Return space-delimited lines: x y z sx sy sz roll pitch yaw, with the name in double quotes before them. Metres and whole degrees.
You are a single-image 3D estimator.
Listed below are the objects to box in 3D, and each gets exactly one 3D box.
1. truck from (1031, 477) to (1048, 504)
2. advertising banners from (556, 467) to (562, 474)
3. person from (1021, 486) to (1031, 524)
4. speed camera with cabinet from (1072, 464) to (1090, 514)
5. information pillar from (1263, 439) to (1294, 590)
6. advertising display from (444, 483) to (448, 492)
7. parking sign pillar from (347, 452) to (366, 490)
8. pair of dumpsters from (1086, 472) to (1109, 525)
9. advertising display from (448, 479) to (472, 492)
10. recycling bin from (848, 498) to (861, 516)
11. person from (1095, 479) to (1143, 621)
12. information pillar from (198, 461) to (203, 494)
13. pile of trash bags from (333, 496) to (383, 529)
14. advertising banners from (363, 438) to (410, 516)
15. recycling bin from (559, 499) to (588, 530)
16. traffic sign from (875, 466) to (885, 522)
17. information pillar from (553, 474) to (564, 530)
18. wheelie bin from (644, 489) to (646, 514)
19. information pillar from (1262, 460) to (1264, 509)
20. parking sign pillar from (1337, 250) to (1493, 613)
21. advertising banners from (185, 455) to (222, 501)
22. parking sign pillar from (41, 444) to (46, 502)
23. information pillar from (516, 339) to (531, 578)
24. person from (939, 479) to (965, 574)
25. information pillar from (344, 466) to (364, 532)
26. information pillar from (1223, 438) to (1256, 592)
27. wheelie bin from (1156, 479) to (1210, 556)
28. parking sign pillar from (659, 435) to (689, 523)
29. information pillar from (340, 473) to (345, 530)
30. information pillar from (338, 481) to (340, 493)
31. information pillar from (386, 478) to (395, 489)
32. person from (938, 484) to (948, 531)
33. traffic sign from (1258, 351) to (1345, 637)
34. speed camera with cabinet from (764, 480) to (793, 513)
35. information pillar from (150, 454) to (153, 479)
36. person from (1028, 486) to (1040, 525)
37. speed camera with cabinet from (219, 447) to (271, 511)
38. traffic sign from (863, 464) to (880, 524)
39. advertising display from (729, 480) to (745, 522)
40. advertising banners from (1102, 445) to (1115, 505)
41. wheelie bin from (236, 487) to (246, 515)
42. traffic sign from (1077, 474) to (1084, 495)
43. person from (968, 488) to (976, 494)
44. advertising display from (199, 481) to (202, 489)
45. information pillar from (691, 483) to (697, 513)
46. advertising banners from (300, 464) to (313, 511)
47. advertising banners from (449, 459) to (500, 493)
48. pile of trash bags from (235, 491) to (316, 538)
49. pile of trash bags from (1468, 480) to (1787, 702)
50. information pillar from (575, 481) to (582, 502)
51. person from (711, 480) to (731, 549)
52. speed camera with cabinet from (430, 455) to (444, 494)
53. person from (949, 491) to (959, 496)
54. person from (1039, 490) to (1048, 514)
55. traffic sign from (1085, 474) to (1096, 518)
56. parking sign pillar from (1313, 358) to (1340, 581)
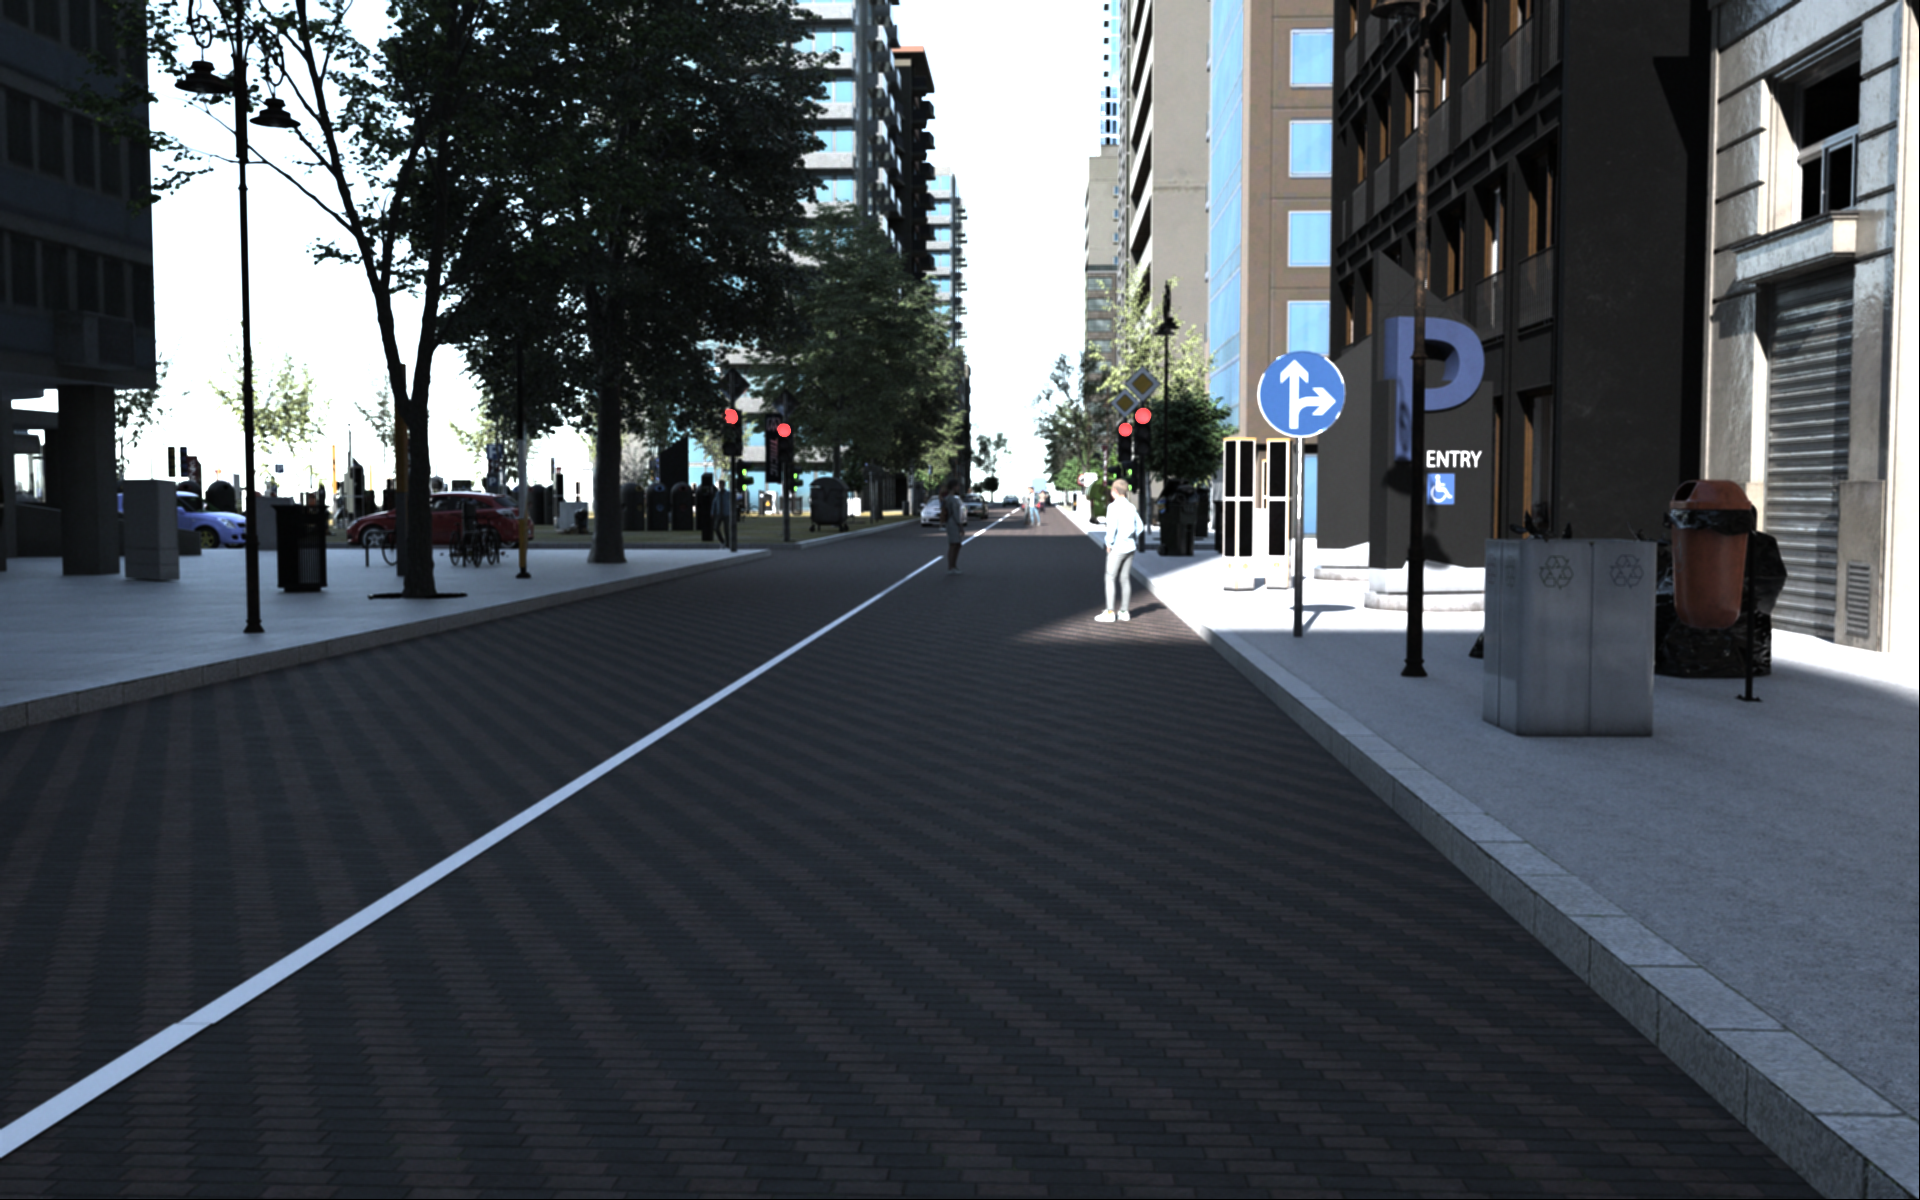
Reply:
"truck" 12.318 -16.979 267.361 2.967 4.110 18.799 0 4 1
"advertising banners" -25.953 -6.935 109.579 0.090 3.025 2.074 3 4 37
"person" 3.232 -4.568 83.282 0.391 1.810 0.635 3 4 37
"speed camera with cabinet" 8.056 -7.323 114.075 0.660 3.252 2.038 -1 4 -20
"information pillar" 4.284 -1.145 23.216 0.304 2.012 0.304 1 4 22
"advertising display" -30.225 -5.844 100.767 0.974 1.923 0.123 1 4 10
"parking sign pillar" -38.464 -7.458 110.410 1.447 3.967 1.447 1 4 15
"pair of dumpsters" 6.183 -4.357 73.730 1.574 2.255 4.437 0 4 3
"advertising display" -21.932 -4.343 76.228 0.123 1.923 0.974 3 5 42
"recycling bin" -6.318 -5.484 102.213 0.722 1.027 0.722 -2 4 -24
"person" 1.819 -0.574 19.697 0.589 1.601 0.330 -2 4 -35
"information pillar" -49.654 -7.442 113.023 0.183 3.616 0.504 1 4 18
"pile of trash bags" -21.681 -3.389 65.155 1.912 1.369 3.447 3 5 41
"advertising banners" -17.704 -3.515 53.665 0.090 3.025 2.074 3 4 38
"recycling bin" -12.969 -2.790 58.179 0.722 1.027 0.722 1 4 18
"traffic sign" -3.750 -4.778 78.220 0.768 2.556 0.104 1 4 10
"information pillar" -14.364 -3.518 62.006 0.304 2.012 0.304 -2 4 -33
"wheelie bin" -20.487 -6.436 113.138 0.980 1.594 0.693 2 4 31
"information pillar" 6.677 -2.004 37.250 0.304 2.012 0.304 2 4 24
"parking sign pillar" 5.263 -1.887 19.329 1.447 3.967 1.447 -1 4 -16
"advertising banners" -33.985 -5.040 78.588 2.074 3.025 0.090 -1 4 -19
"parking sign pillar" -35.044 -4.811 67.132 1.447 3.967 1.447 2 4 35
"information pillar" -6.707 -2.152 26.539 0.183 3.616 0.504 0 4 -8
"person" -0.123 -1.312 30.948 0.522 1.701 0.512 -1 4 -19
"information pillar" -16.084 -2.544 46.082 0.304 2.012 0.304 3 4 36
"information pillar" 3.676 -1.121 22.821 0.304 2.012 0.304 -2 4 -30
"wheelie bin" 4.552 -1.718 35.995 0.980 1.594 0.693 -3 5 -43
"parking sign pillar" -12.891 -5.480 78.075 1.447 3.967 1.447 -1 4 -13
"information pillar" -20.896 -3.354 59.329 0.304 2.012 0.304 3 4 38
"information pillar" -34.611 -5.669 97.175 0.304 2.012 0.304 -2 4 -34
"information pillar" -25.822 -4.531 78.578 0.304 2.012 0.304 1 4 9
"person" -0.641 -3.646 68.093 0.573 1.828 0.580 -3 4 -38
"traffic sign" 3.042 -0.942 15.512 0.768 2.556 0.104 0 4 5
"speed camera with cabinet" -12.093 -7.355 114.585 2.038 3.252 0.660 1 4 10
"information pillar" -46.658 -6.645 100.007 0.183 3.616 0.504 -2 4 -34
"person" 3.373 -4.311 79.336 0.623 1.781 0.721 2 4 24
"speed camera with cabinet" -30.225 -4.823 73.196 2.038 3.252 0.660 1 4 9
"traffic sign" -3.810 -4.540 74.328 0.768 2.556 0.104 1 4 10
"advertising display" -10.312 -4.580 80.091 0.974 1.923 0.123 3 5 41
"advertising banners" 5.510 -4.052 62.430 0.090 3.025 2.074 2 4 28
"wheelie bin" -32.075 -4.275 77.805 0.980 1.594 0.693 2 4 27
"traffic sign" 7.801 -6.707 109.759 0.768 2.556 0.104 1 4 12
"person" 0.751 -6.270 111.201 0.592 1.802 0.473 3 5 42
"advertising display" -36.556 -4.746 82.808 0.123 1.923 0.974 0 4 7
"information pillar" -17.949 -6.874 116.876 0.304 2.012 0.304 -2 4 -26
"advertising banners" -37.680 -6.344 99.910 0.090 3.025 2.074 0 4 0
"advertising banners" -18.659 -4.306 66.597 2.074 3.025 0.090 -1 4 -15
"pile of trash bags" -19.919 -2.449 49.799 1.912 1.369 3.447 -1 4 -11
"pile of trash bags" 4.822 -0.149 12.182 1.912 1.369 3.447 0 4 6
"information pillar" -21.397 -5.665 97.113 0.304 2.012 0.304 0 4 2
"person" -5.899 -2.107 43.289 0.601 1.785 0.444 1 4 19
"speed camera with cabinet" -27.214 -5.713 87.748 2.038 3.252 0.660 -1 4 -20
"person" -0.347 -4.826 86.766 0.474 1.900 0.648 2 4 26
"person" 6.115 -7.248 127.539 0.617 1.759 0.750 1 4 21
"traffic sign" 6.537 -5.157 86.447 0.606 2.300 0.079 1 4 12
"parking sign pillar" 6.038 -2.290 25.919 1.447 3.967 1.447 2 4 27
